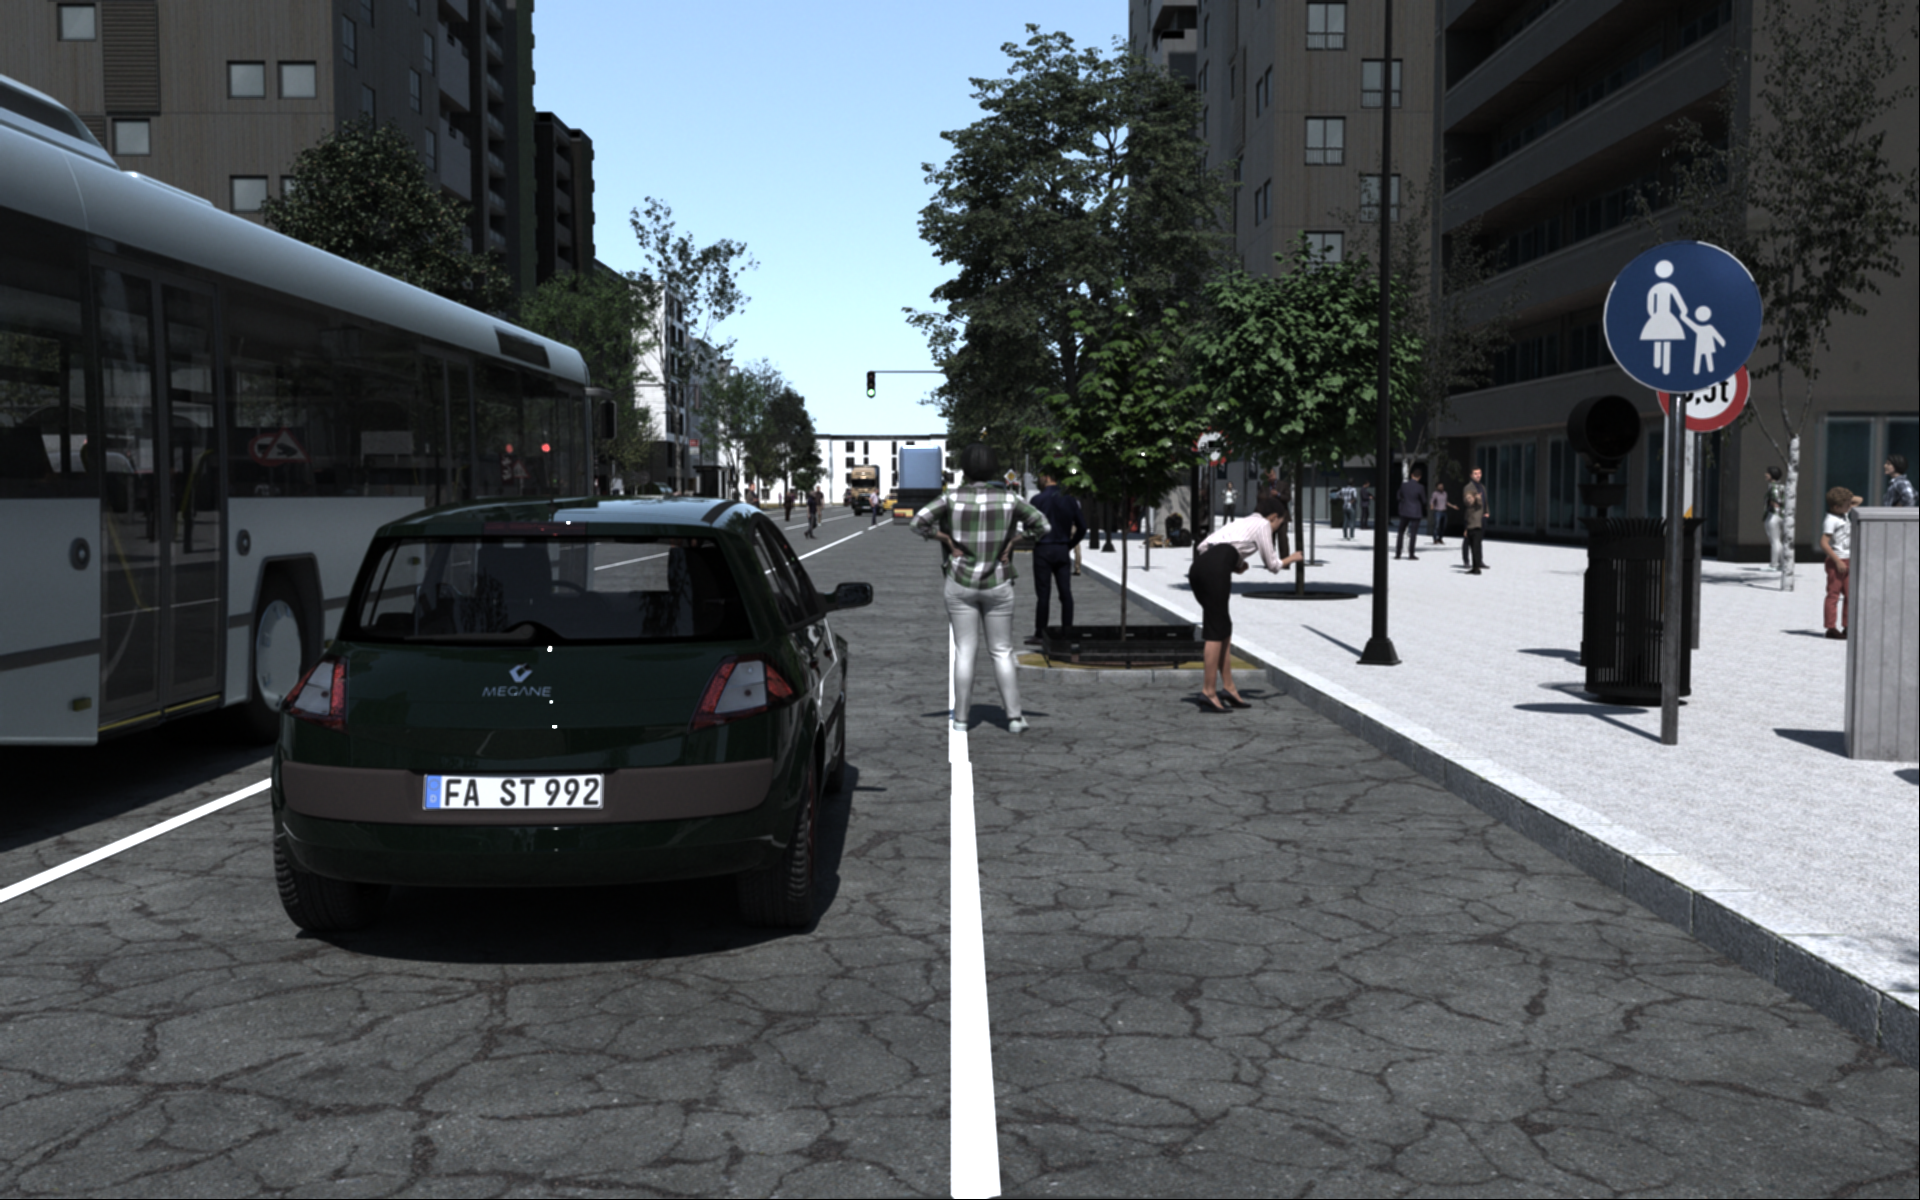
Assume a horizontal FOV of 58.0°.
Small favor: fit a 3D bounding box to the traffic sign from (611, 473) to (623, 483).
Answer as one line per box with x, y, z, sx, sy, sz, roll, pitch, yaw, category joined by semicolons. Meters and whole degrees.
-20.829;-6.426;105.171;0.768;2.556;0.104;0;4;0;traffic sign

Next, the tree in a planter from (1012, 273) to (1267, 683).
1.342;-1.030;14.056;1.991;3.239;1.994;0;4;0;tree in a planter

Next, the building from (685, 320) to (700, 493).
-36.268;-20.180;186.364;16.016;20.091;11.380;0;4;0;building

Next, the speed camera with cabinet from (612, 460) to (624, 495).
-20.029;-6.548;101.398;0.660;3.252;2.038;-1;4;-15;speed camera with cabinet

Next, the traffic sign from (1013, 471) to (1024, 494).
3.189;-5.935;97.138;0.768;2.556;0.104;0;4;7;traffic sign

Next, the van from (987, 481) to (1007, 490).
0.872;-3.133;58.233;2.013;2.044;4.112;0;4;0;van

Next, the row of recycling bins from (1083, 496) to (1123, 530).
4.951;-3.415;62.943;1.069;1.692;3.534;-3;5;-40;row of recycling bins

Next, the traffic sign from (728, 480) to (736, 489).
-17.128;-7.828;130.122;0.606;2.300;0.079;0;4;8;traffic sign

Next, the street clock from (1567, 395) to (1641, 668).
4.736;-0.503;12.787;0.471;2.002;0.358;-1;4;-13;street clock

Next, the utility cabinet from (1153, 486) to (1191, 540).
5.914;-2.427;48.355;1.173;1.500;0.318;-3;4;-38;utility cabinet

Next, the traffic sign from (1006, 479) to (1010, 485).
3.218;-6.556;107.293;0.768;2.556;0.104;1;4;8;traffic sign

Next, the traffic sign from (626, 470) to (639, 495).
-17.669;-5.697;93.256;0.768;2.556;0.104;0;4;2;traffic sign

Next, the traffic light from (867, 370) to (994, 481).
-1.036;-5.450;63.781;4.771;5.953;1.251;0;4;0;traffic light

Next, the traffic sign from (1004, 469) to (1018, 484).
2.666;-5.501;89.682;0.795;2.593;0.064;0;4;1;traffic sign

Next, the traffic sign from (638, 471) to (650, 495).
-17.214;-5.745;94.033;0.768;2.556;0.104;0;4;5;traffic sign

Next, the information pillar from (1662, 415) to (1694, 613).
6.784;-1.523;16.254;0.504;3.616;0.183;-2;4;-32;information pillar

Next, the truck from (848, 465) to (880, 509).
-9.209;-10.982;168.462;2.839;4.237;11.283;0;4;-1;truck

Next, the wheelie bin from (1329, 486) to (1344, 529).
14.122;-3.470;64.645;0.693;1.594;0.980;1;4;16;wheelie bin

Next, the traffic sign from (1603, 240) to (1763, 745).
3.638;-0.532;8.806;0.768;2.556;0.104;0;4;8;traffic sign

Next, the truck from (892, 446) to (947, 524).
-2.096;-6.137;90.101;2.967;4.110;18.799;0;4;-1;truck

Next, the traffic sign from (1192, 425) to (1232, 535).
4.687;-1.966;32.249;0.768;2.556;0.104;0;4;8;traffic sign

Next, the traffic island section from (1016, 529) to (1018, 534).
1.096;-2.555;64.047;2.009;0.180;2.903;0;4;0;traffic island section

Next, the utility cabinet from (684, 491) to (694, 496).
-20.999;-7.674;134.146;0.318;1.500;1.173;-2;4;-34;utility cabinet

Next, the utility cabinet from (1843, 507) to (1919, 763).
4.823;0.177;8.273;1.020;1.237;0.306;1;4;21;utility cabinet

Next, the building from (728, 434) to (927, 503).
-18.283;-18.608;246.384;28.070;9.664;9.099;0;4;0;building

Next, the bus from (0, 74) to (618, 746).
-5.150;-1.112;13.035;2.948;3.499;13.247;0;4;0;bus

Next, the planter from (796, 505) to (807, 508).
-15.442;-9.397;174.783;1.991;0.319;1.994;0;4;0;planter

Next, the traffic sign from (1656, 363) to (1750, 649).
6.079;-0.866;14.269;0.768;2.556;0.104;0;3;0;traffic sign

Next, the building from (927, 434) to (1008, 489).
9.788;-18.594;246.151;28.070;9.664;9.099;0;4;0;building

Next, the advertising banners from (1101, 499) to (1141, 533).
5.749;-3.757;57.616;2.074;3.025;0.090;1;4;12;advertising banners

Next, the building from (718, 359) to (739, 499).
-38.023;-24.005;248.898;11.380;20.091;16.016;0;4;0;building

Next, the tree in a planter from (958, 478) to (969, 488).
0.537;-10.797;173.756;1.991;3.239;1.994;0;4;0;tree in a planter

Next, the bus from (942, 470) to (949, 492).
-2.503;-10.820;168.446;2.896;3.916;12.252;0;4;0;bus

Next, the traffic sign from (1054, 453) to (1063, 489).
3.097;-3.305;54.143;0.768;2.556;0.104;0;4;5;traffic sign

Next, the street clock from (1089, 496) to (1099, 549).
3.126;-2.181;40.234;0.358;2.002;0.471;2;4;24;street clock

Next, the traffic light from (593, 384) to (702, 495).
-13.115;-5.945;71.866;4.771;5.953;1.251;0;4;0;traffic light

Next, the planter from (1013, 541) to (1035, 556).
1.208;-1.220;41.089;1.991;0.319;1.994;0;4;0;planter

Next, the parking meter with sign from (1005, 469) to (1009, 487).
2.995;-7.779;123.444;0.543;3.016;1.738;-3;5;-42;parking meter with sign

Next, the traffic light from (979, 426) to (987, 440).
1.015;-5.076;71.918;0.839;4.253;0.868;0;4;0;traffic light

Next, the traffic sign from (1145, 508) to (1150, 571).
3.120;-1.760;28.785;0.884;2.594;0.081;0;4;1;traffic sign

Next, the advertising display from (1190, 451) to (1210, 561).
3.664;-1.296;26.402;0.123;1.923;0.974;1;4;18;advertising display

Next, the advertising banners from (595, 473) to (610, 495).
-20.083;-6.223;97.940;2.074;3.025;0.090;3;4;36;advertising banners

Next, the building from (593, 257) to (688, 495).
-42.129;-19.553;163.660;27.936;21.610;32.646;0;4;0;building

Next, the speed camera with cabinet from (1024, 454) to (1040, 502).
3.163;-4.974;75.658;0.660;3.252;2.038;0;4;-1;speed camera with cabinet
